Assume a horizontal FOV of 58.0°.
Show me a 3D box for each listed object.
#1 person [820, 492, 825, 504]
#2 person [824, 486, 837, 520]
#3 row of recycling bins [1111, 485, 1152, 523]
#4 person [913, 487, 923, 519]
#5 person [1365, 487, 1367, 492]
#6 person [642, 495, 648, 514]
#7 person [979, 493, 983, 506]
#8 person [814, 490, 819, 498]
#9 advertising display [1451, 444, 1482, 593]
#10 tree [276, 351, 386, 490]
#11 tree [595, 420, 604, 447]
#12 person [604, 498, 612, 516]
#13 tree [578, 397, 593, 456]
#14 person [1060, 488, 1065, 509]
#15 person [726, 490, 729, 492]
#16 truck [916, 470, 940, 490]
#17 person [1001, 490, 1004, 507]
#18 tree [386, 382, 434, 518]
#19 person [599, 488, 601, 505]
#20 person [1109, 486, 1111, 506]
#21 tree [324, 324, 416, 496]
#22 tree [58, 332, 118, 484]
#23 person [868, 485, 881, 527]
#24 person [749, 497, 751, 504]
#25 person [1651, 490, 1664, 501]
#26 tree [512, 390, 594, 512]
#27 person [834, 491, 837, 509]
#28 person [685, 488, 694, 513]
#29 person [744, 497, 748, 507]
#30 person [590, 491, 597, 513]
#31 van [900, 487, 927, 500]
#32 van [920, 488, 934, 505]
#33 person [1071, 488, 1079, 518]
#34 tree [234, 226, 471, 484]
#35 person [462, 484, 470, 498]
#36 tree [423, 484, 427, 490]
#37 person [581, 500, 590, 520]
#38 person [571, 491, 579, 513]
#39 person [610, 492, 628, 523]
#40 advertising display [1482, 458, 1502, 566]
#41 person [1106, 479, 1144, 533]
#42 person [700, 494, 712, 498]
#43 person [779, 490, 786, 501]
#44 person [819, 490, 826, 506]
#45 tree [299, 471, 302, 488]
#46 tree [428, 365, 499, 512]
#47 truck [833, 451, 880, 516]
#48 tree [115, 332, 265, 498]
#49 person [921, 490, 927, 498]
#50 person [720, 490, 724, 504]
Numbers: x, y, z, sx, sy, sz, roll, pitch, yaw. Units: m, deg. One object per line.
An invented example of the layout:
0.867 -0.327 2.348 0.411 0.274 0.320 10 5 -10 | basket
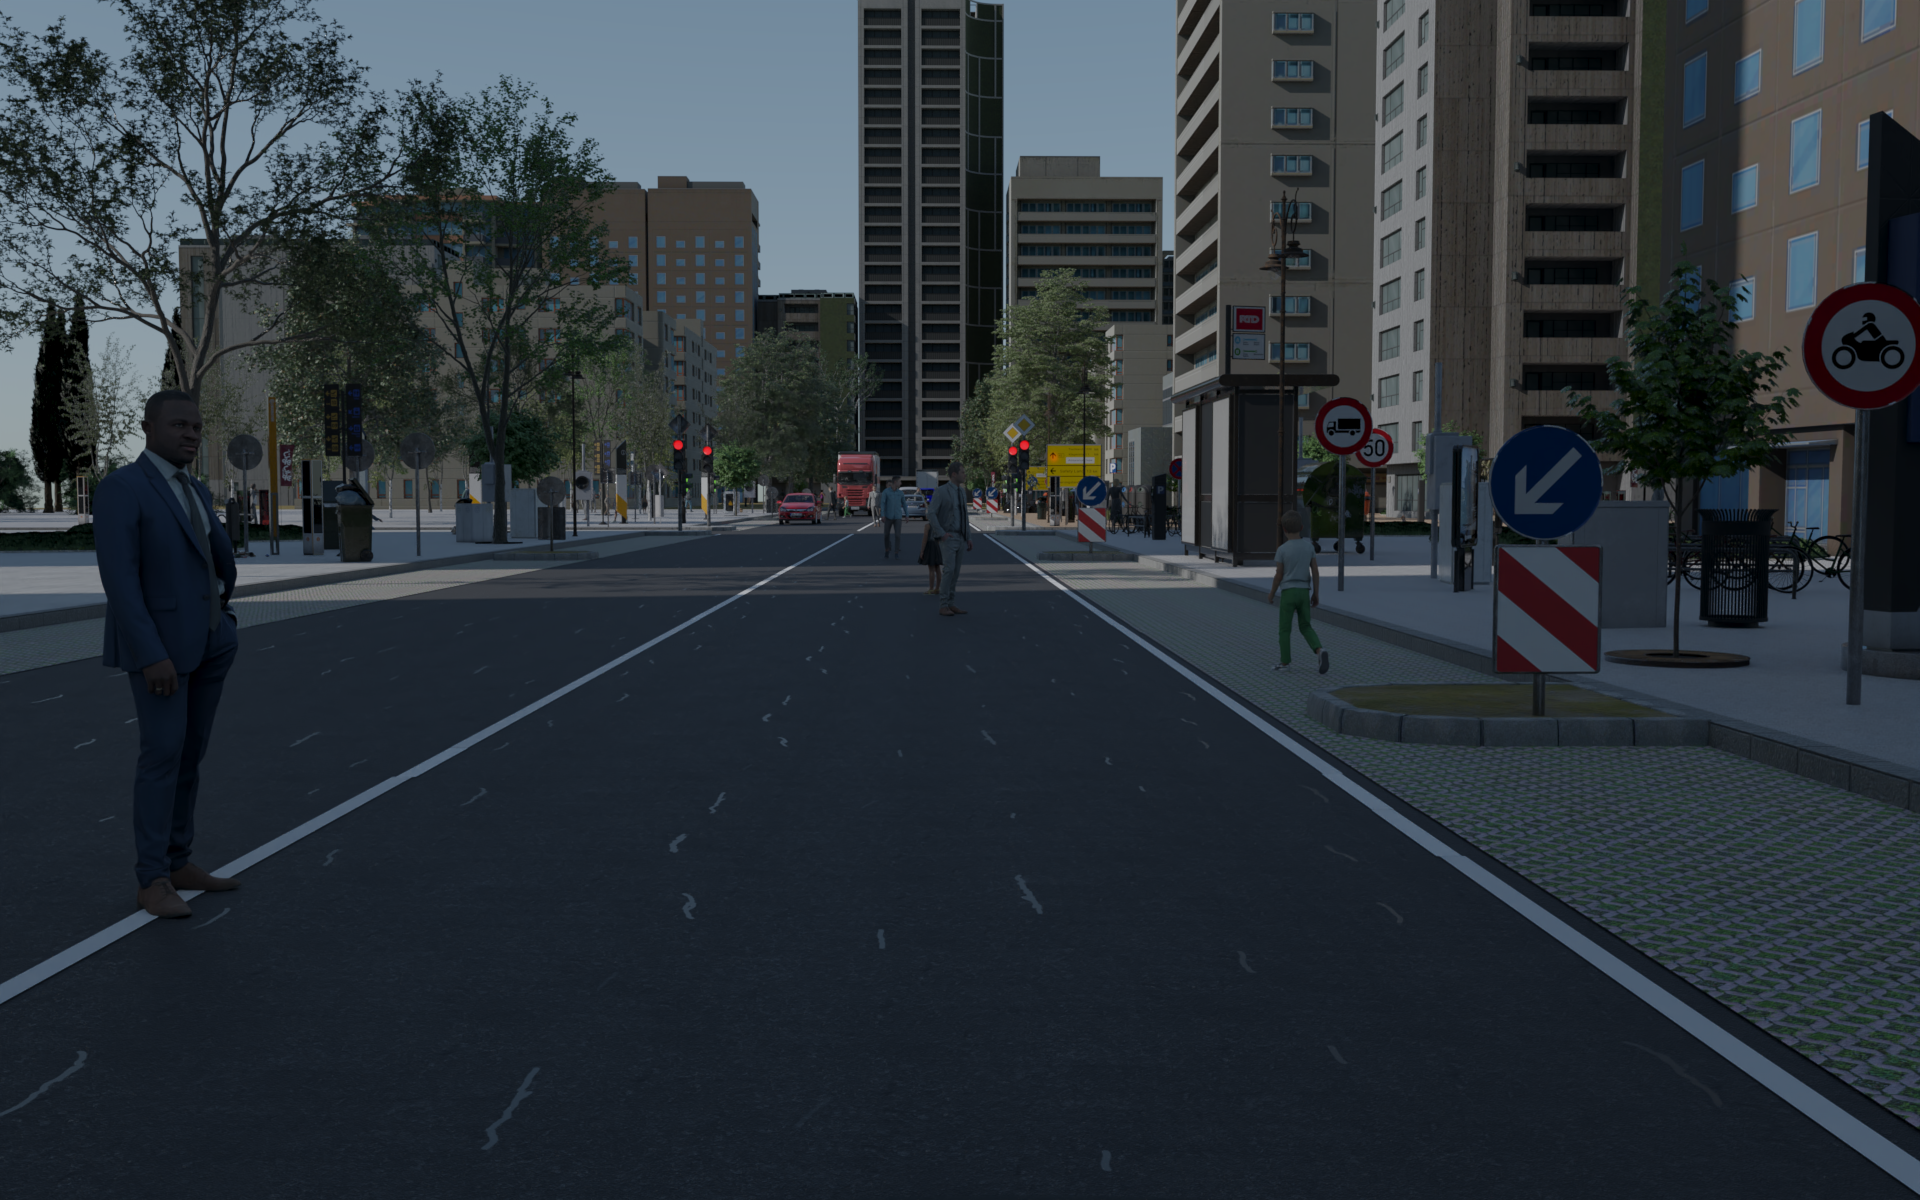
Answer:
-17.518 -13.116 220.488 0.705 1.824 1.348 2 4 35 | person
-7.095 -5.296 94.873 0.755 1.850 0.659 2 4 31 | person
7.754 -4.288 77.216 1.069 1.692 3.534 -1 4 -20 | row of recycling bins
-2.357 -5.488 98.325 0.767 1.812 0.694 2 4 29 | person
18.995 -4.628 81.725 0.555 1.821 0.388 -2 4 -26 | person
-20.012 -6.068 109.917 0.362 1.253 0.373 0 4 6 | person
2.401 -11.384 192.703 0.617 1.759 0.750 -1 4 -20 | person
-17.740 -12.639 213.414 0.721 1.735 1.217 2 4 24 | person
6.671 -1.081 22.881 0.123 1.923 0.974 2 4 29 | advertising display
-31.483 -8.235 84.999 4.737 8.622 4.395 0 3 0 | tree
-28.178 -10.771 126.468 4.737 8.622 4.395 0 3 0 | tree
-20.225 -5.457 99.539 0.640 1.303 0.475 1 4 19 | person
-22.818 -9.574 90.941 7.601 10.594 8.767 2 4 33 | tree
6.462 -6.286 109.004 0.709 1.800 0.728 -1 4 -21 | person
-22.037 -9.736 165.102 0.599 1.838 0.709 -1 4 -21 | person
-3.798 -13.101 203.109 2.839 4.237 11.283 0 4 0 | truck
4.232 -10.177 173.153 1.217 1.743 0.721 -1 4 -14 | person
-30.547 -8.725 93.012 4.737 8.622 4.395 0 3 0 | tree
-28.697 -8.123 139.029 0.592 1.802 0.473 -1 4 -16 | person
10.358 -6.878 118.672 0.473 1.802 0.592 1 4 19 | person
-36.400 -11.424 104.901 7.486 12.596 7.792 0 3 0 | tree
-39.126 -7.876 79.138 4.360 8.622 3.978 0 3 0 | tree
-3.690 -4.116 75.920 0.709 1.813 0.853 0 4 -3 | person
-26.200 -12.916 218.013 0.742 1.727 0.445 -3 5 -40 | person
23.287 -3.155 58.018 0.834 1.777 0.661 2 4 35 | person
-26.647 -9.812 110.792 4.737 8.622 4.395 0 3 0 | tree
-12.010 -9.681 167.580 0.721 1.735 1.217 2 4 24 | person
-18.619 -6.889 118.656 0.713 1.824 0.794 -3 5 -43 | person
-21.302 -10.162 172.899 0.721 1.736 1.217 1 4 15 | person
-25.292 -6.916 119.312 0.606 1.804 0.583 -2 4 -35 | person
-3.012 -6.008 105.243 2.013 2.044 4.112 0 4 0 | van
-3.644 -11.213 187.718 2.240 2.365 5.245 0 4 -2 | van
6.313 -5.402 94.554 0.721 1.800 0.419 2 4 30 | person
-26.112 -9.621 74.312 9.611 12.733 9.660 0 3 0 | tree
-22.932 -4.558 80.917 0.623 1.781 0.721 -2 4 -25 | person
-38.267 -10.789 126.758 4.360 8.622 3.978 0 3 0 | tree
-18.420 -4.804 84.791 0.606 1.804 0.583 2 4 25 | person
-25.939 -6.778 116.820 0.622 1.834 0.822 0 4 -5 | person
-15.196 -4.304 77.166 0.760 1.731 0.466 -1 4 -16 | person
9.484 -1.575 30.962 0.123 1.923 0.974 0 4 0 | advertising display
5.520 -3.167 58.037 0.699 1.804 1.509 -3 5 -42 | person
-25.990 -10.512 177.899 1.348 1.826 0.705 0 4 -7 | person
-21.251 -12.333 207.713 1.348 1.821 0.705 3 5 43 | person
-14.518 -10.773 182.860 0.721 1.739 1.217 -3 4 -37 | person
-36.460 -8.903 95.922 4.360 8.622 3.978 0 3 0 | tree
-28.208 -9.135 99.717 4.360 8.622 3.978 0 3 0 | tree
-6.789 -7.785 116.199 2.839 4.237 11.283 0 4 -1 | truck
-34.424 -7.785 77.641 4.360 8.622 3.978 0 3 0 | tree
-3.973 -10.295 176.839 1.348 1.821 0.705 1 4 14 | person
-29.414 -12.740 214.348 0.705 1.824 1.348 0 4 4 | person
